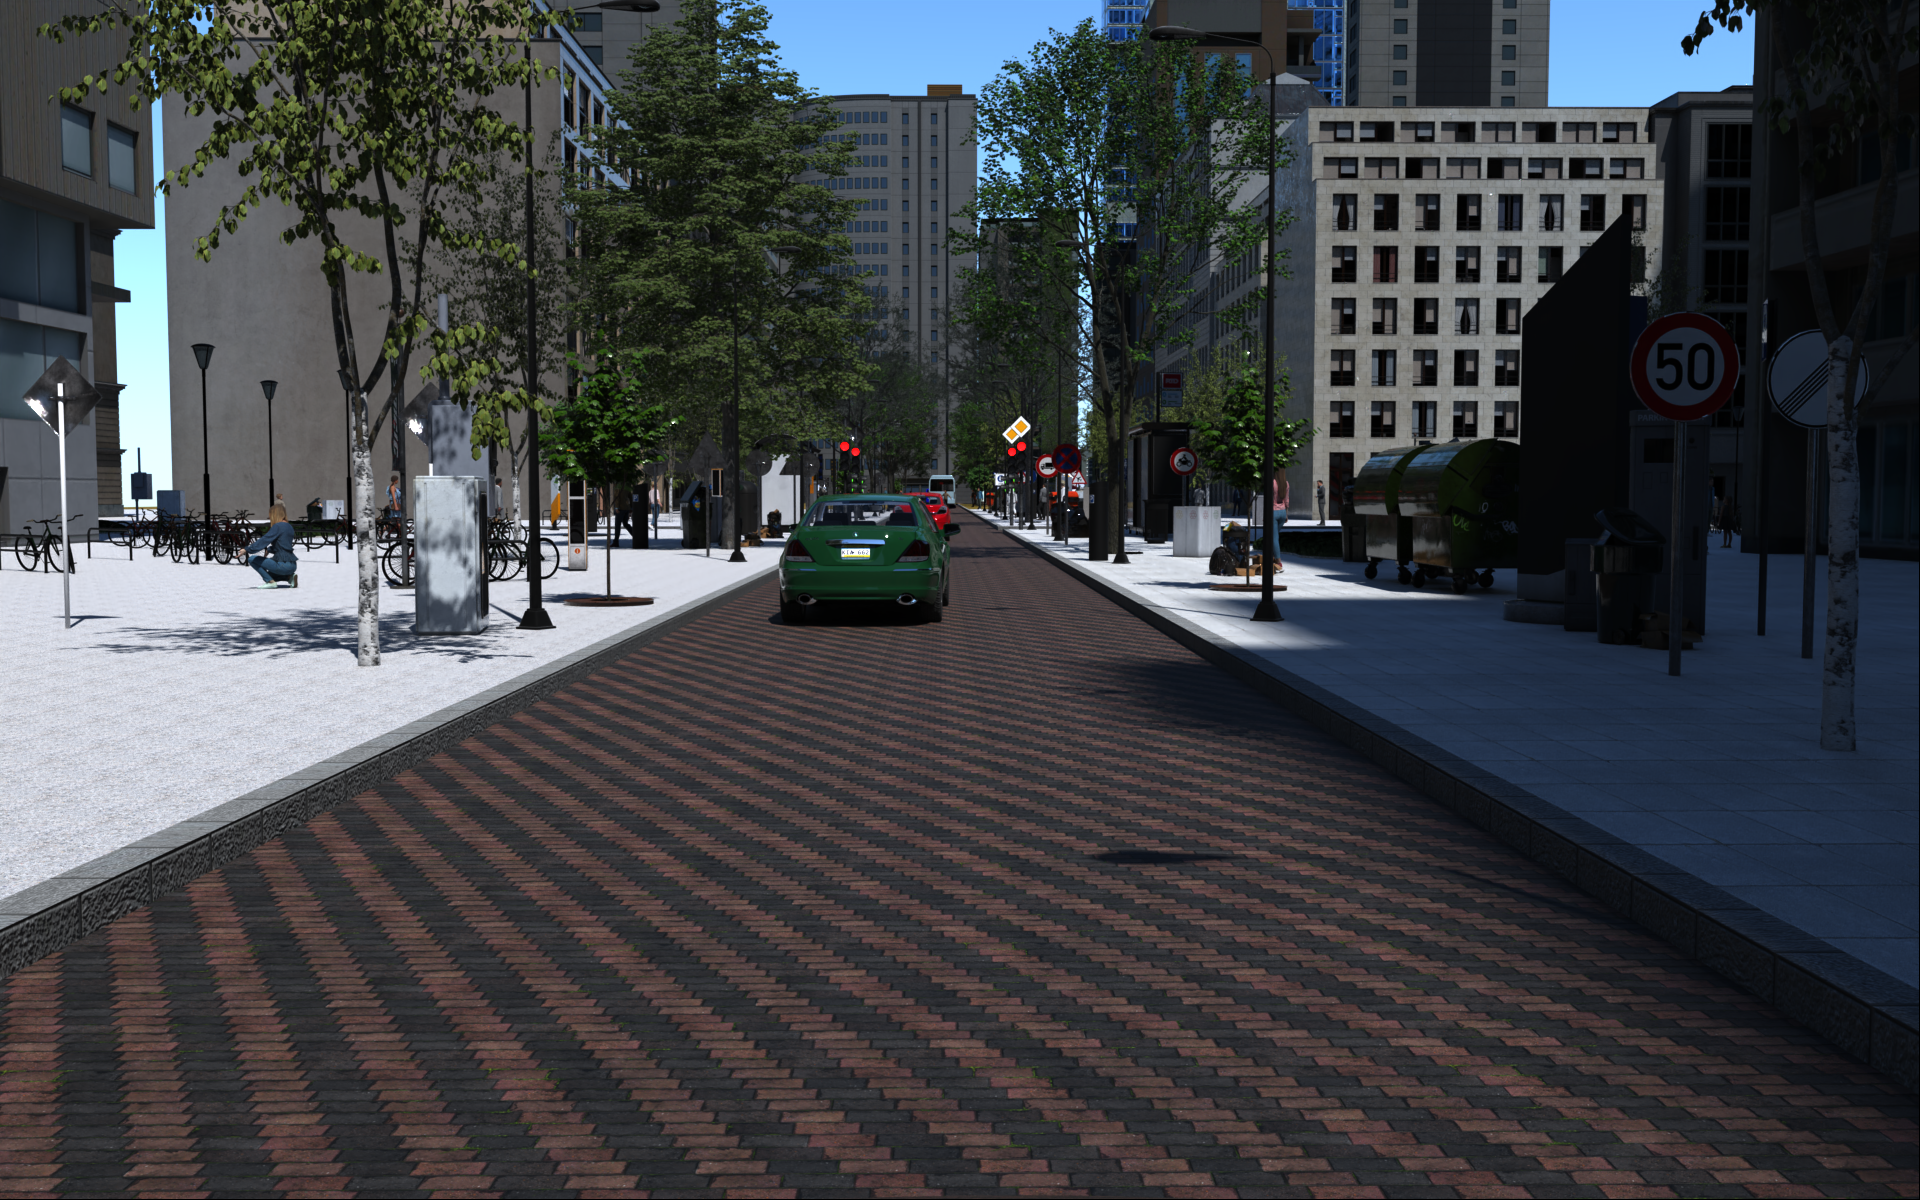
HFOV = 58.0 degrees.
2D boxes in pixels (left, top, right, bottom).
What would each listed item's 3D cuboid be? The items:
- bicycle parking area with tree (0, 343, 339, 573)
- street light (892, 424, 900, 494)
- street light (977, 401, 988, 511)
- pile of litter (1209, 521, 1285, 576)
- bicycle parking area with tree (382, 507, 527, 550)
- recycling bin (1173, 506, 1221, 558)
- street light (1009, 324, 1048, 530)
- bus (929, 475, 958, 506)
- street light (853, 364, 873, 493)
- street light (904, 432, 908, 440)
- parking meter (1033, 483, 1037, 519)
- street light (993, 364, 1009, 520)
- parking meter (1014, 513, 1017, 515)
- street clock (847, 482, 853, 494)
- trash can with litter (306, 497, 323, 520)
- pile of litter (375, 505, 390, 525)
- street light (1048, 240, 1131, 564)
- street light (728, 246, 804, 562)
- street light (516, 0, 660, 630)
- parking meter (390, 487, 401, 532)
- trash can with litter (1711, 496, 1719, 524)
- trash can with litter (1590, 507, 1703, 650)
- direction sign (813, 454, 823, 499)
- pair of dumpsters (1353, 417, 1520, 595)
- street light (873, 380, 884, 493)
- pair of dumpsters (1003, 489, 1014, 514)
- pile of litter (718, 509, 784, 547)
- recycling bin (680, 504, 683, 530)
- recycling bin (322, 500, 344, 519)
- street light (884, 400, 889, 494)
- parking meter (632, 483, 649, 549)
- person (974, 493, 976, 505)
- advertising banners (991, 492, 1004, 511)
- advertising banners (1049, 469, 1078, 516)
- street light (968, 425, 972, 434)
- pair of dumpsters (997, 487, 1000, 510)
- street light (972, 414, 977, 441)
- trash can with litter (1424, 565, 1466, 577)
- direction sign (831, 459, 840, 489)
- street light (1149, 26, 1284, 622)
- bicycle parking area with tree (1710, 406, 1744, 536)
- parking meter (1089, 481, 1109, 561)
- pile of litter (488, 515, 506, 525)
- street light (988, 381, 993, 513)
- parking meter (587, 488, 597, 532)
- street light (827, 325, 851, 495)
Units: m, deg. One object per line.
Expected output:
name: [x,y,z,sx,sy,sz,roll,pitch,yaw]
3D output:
bicycle parking area with tree: [-16.181,-2.709,31.297,8.231,4.147,9.016,-3,4,-38]
street light: [-4.360,-7.775,99.663,1.470,5.913,1.316,0,4,-1]
street light: [1.702,-6.940,86.014,1.470,5.913,1.316,0,4,-1]
pile of litter: [4.645,-0.839,27.684,1.719,0.858,1.176,-3,5,-41]
bicycle parking area with tree: [-15.607,-3.358,41.903,9.016,4.147,8.231,-2,4,-27]
recycling bin: [4.836,-1.394,35.349,0.722,1.027,0.722,-3,5,-44]
street light: [2.174,-4.568,47.233,1.470,5.913,1.316,0,4,-1]
bus: [-1.736,-11.102,176.382,2.948,3.499,13.247,0,4,0]
street light: [-3.948,-5.455,61.737,1.470,5.913,1.316,0,4,-1]
street light: [-4.819,-9.583,129.223,1.470,5.913,1.316,0,4,-1]
parking meter: [3.709,-5.064,88.512,0.399,1.863,0.255,-1,4,-11]
street light: [2.031,-5.468,61.939,1.470,5.913,1.316,0,4,-1]
parking meter: [3.503,-6.029,106.987,0.372,1.533,0.369,0,3,0]
street clock: [-4.631,-4.124,72.000,0.358,2.002,0.471,0,4,0]
trash can with litter: [-23.263,-3.080,61.747,1.055,1.170,0.624,-1,4,-21]
pile of litter: [-23.723,-3.507,71.297,1.719,0.858,1.176,-3,5,-44]
street light: [2.439,-3.627,31.836,1.470,5.913,1.316,0,4,-1]
street light: [-3.671,-3.674,32.608,1.470,5.913,1.316,0,4,-1]
street light: [-3.501,-2.679,16.335,1.470,5.913,1.316,0,4,-1]
parking meter: [-18.883,-3.033,57.996,0.372,1.533,0.369,0,3,0]
trash can with litter: [32.577,-3.854,74.068,2.233,1.210,1.678,1,4,20]
trash can with litter: [5.850,-0.201,14.667,0.624,1.170,1.055,-1,4,-21]
direction sign: [-8.089,-6.494,98.170,0.876,3.537,0.379,3,5,42]
pair of dumpsters: [6.749,-1.316,24.017,1.574,2.255,4.437,0,4,-1]
street light: [-3.946,-5.989,70.464,1.470,5.913,1.316,0,4,-1]
pair of dumpsters: [3.794,-6.681,111.728,1.574,2.255,4.437,0,4,-1]
pile of litter: [-5.332,-1.758,42.708,1.176,0.858,1.719,2,4,29]
recycling bin: [-9.483,-3.008,61.732,0.722,1.027,0.722,2,4,28]
recycling bin: [-26.257,-3.671,72.568,0.722,1.027,0.722,-2,4,-34]
street light: [-4.290,-6.891,85.206,1.470,5.913,1.316,0,4,-1]
parking meter: [-7.509,-1.972,40.661,0.372,1.533,0.369,0,3,0]
person: [1.786,-12.009,205.647,0.557,1.426,1.065,-1,4,-18]
advertising banners: [3.303,-8.257,131.181,2.074,3.025,0.090,-1,4,-9]
advertising banners: [5.873,-6.348,99.971,2.074,3.025,0.090,1,4,20]
street light: [1.456,-8.709,114.928,1.470,5.913,1.316,0,4,-1]
pair of dumpsters: [3.661,-8.095,134.848,1.574,2.255,4.437,0,4,-1]
street light: [1.565,-7.824,100.471,1.470,5.913,1.316,0,4,-1]
trash can with litter: [7.652,-0.960,27.084,0.624,1.170,1.055,-2,4,-25]
direction sign: [-7.899,-7.327,111.794,0.876,3.537,0.379,-1,4,-18]
street light: [2.573,-2.742,17.379,1.470,5.913,1.316,0,4,-1]
bicycle parking area with tree: [27.956,-4.231,56.178,8.231,4.147,9.016,2,4,24]
parking meter: [2.675,-1.529,33.412,0.372,1.533,0.369,0,3,0]
pile of litter: [-19.501,-3.541,71.853,1.719,0.858,1.176,2,4,33]
street light: [2.004,-6.021,70.986,1.470,5.913,1.316,0,4,-1]
parking meter: [-12.415,-3.220,58.359,0.255,1.863,0.399,1,4,9]
street light: [-3.786,-4.571,47.281,1.470,5.913,1.316,0,4,-1]
